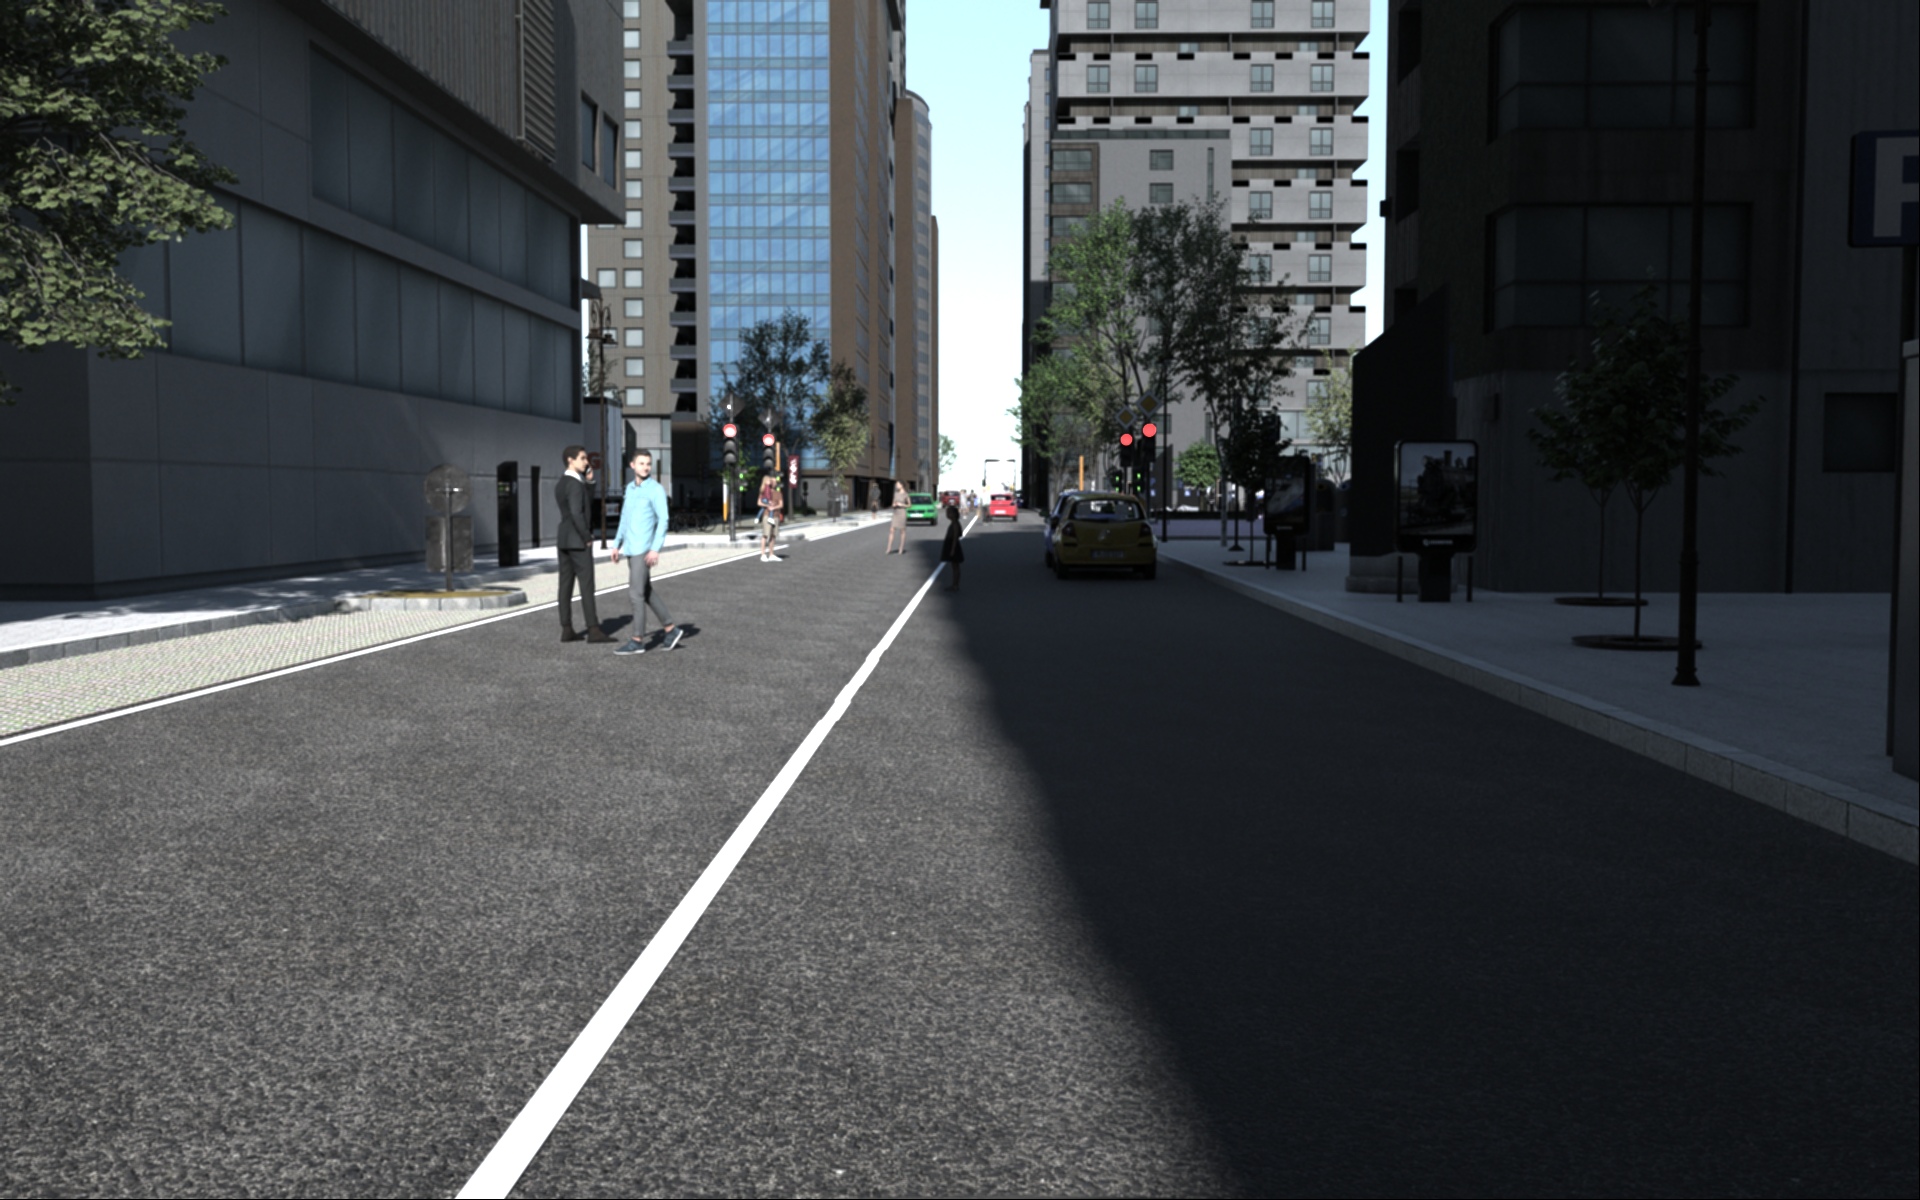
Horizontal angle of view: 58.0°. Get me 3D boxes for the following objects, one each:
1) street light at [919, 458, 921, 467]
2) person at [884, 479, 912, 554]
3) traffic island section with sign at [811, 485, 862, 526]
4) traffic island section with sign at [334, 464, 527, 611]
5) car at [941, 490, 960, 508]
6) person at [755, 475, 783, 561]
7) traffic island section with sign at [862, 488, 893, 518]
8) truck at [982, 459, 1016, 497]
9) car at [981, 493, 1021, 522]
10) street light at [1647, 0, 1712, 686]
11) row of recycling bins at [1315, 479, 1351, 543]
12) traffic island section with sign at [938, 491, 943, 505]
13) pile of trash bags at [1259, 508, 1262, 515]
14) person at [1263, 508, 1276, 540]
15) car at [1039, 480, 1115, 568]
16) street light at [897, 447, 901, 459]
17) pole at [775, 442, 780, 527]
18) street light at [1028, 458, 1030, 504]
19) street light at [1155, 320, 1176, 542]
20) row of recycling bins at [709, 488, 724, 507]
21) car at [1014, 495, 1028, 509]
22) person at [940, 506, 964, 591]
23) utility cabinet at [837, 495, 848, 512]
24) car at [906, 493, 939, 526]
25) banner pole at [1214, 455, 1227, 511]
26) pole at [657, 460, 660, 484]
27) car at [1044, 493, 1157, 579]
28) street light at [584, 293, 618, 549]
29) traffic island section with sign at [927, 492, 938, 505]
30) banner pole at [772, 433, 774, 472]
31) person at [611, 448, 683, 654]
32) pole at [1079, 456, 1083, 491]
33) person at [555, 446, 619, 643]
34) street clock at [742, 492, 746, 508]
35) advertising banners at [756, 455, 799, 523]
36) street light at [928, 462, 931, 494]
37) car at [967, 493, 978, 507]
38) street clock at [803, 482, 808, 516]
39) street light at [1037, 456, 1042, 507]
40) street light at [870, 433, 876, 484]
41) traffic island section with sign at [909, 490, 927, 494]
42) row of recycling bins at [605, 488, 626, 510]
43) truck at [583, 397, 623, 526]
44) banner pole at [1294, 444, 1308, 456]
[{"bbox_3d":[-4.973,-14.789,214.592,0.468,5.910,1.993,0,4,1],"label":"street light"},{"bbox_3d":[-1.474,-1.977,41.169,0.599,1.781,0.374,2,4,29],"label":"person"},{"bbox_3d":[-5.590,-4.219,77.612,1.989,1.847,2.006,0,4,1],"label":"traffic island section with sign"},{"bbox_3d":[-6.642,-0.822,22.061,1.989,1.847,2.006,0,4,1],"label":"traffic island section with sign"},{"bbox_3d":[-0.813,-10.222,175.799,2.281,1.827,5.304,0,3,0],"label":"car"},{"bbox_3d":[-4.086,-1.748,37.048,0.573,1.828,0.580,0,4,7],"label":"person"},{"bbox_3d":[-5.069,-5.871,104.623,1.989,1.847,2.006,0,4,1],"label":"traffic island section with sign"},{"bbox_3d":[3.289,-9.537,144.850,2.839,4.237,11.283,0,4,1],"label":"truck"},{"bbox_3d":[2.144,-5.054,91.681,2.155,1.783,4.494,0,4,2],"label":"car"},{"bbox_3d":[4.881,-2.366,11.468,0.468,5.910,1.993,0,4,1],"label":"street light"},{"bbox_3d":[10.609,-2.350,45.537,1.069,1.692,3.534,-3,4,-37],"label":"row of recycling bins"},{"bbox_3d":[-2.569,-13.934,236.445,1.989,1.847,2.006,0,4,1],"label":"traffic island section with sign"},{"bbox_3d":[19.106,-5.826,105.004,3.447,1.369,1.912,1,4,13],"label":"pile of trash bags"},{"bbox_3d":[9.209,-2.559,50.529,0.709,1.800,0.728,1,4,19],"label":"person"},{"bbox_3d":[2.566,-1.554,35.004,1.945,1.707,3.694,0,4,2],"label":"car"},{"bbox_3d":[-5.866,-11.835,166.285,0.468,5.910,1.993,0,4,1],"label":"street light"},{"bbox_3d":[-7.184,-4.542,68.111,0.158,3.312,0.155,0,3,0],"label":"pole"},{"bbox_3d":[8.865,-15.192,221.182,0.468,5.910,1.993,0,4,1],"label":"street light"},{"bbox_3d":[5.459,-4.483,46.085,0.468,5.910,1.993,0,4,1],"label":"street light"},{"bbox_3d":[-17.598,-7.245,125.570,1.069,1.692,3.534,0,4,-3],"label":"row of recycling bins"},{"bbox_3d":[5.618,-9.403,166.312,1.945,1.354,3.894,0,4,0],"label":"car"},{"bbox_3d":[-0.123,-0.760,25.593,0.373,1.253,0.362,-1,4,-10],"label":"person"},{"bbox_3d":[-8.712,-7.099,127.234,1.020,1.237,0.306,-3,5,-41],"label":"utility cabinet"},{"bbox_3d":[-1.945,-4.318,79.388,1.959,1.807,4.718,0,3,0],"label":"car"},{"bbox_3d":[14.989,-6.735,100.133,0.863,3.779,0.401,0,4,-1],"label":"banner pole"},{"bbox_3d":[-17.917,-6.679,103.052,0.158,3.312,0.155,0,3,0],"label":"pole"},{"bbox_3d":[2.508,-1.249,30.643,2.015,1.641,3.980,0,4,2],"label":"car"},{"bbox_3d":[-8.269,-4.114,40.051,0.468,5.910,1.993,0,4,1],"label":"street light"},{"bbox_3d":[-3.623,-10.530,180.786,1.989,1.847,2.006,0,4,1],"label":"traffic island section with sign"},{"bbox_3d":[-7.682,-4.945,70.874,0.401,3.779,0.863,-1,4,-15],"label":"banner pole"},{"bbox_3d":[-2.802,-0.446,15.648,0.748,1.841,0.638,-2,4,-33],"label":"person"},{"bbox_3d":[6.497,-6.060,92.916,0.158,3.312,0.155,0,3,0],"label":"pole"},{"bbox_3d":[-3.668,-0.548,16.822,0.474,1.900,0.648,-3,4,-37],"label":"person"},{"bbox_3d":[-16.207,-7.670,129.970,0.358,2.002,0.471,-1,4,-11],"label":"street clock"},{"bbox_3d":[-8.149,-4.973,77.489,2.074,3.025,0.090,1,4,16],"label":"advertising banners"},{"bbox_3d":[-4.384,-16.860,248.445,0.468,5.910,1.993,0,4,1],"label":"street light"},{"bbox_3d":[1.025,-10.801,186.191,1.945,1.707,3.694,0,4,1],"label":"car"},{"bbox_3d":[-8.931,-5.844,100.112,0.358,2.002,0.471,0,4,0],"label":"street clock"},{"bbox_3d":[7.921,-12.178,171.905,0.468,5.910,1.993,0,4,1],"label":"street light"},{"bbox_3d":[-6.641,-9.733,131.916,0.468,5.910,1.993,0,4,1],"label":"street light"},{"bbox_3d":[-4.158,-8.831,153.014,1.989,1.847,2.006,0,4,1],"label":"traffic island section with sign"},{"bbox_3d":[-25.529,-7.294,126.372,3.534,1.692,1.069,3,5,40],"label":"row of recycling bins"},{"bbox_3d":[-15.741,-3.793,50.931,11.283,4.237,2.839,0,4,-1],"label":"truck"},{"bbox_3d":[16.940,-5.892,86.345,0.863,3.779,0.401,0,4,-3],"label":"banner pole"}]
